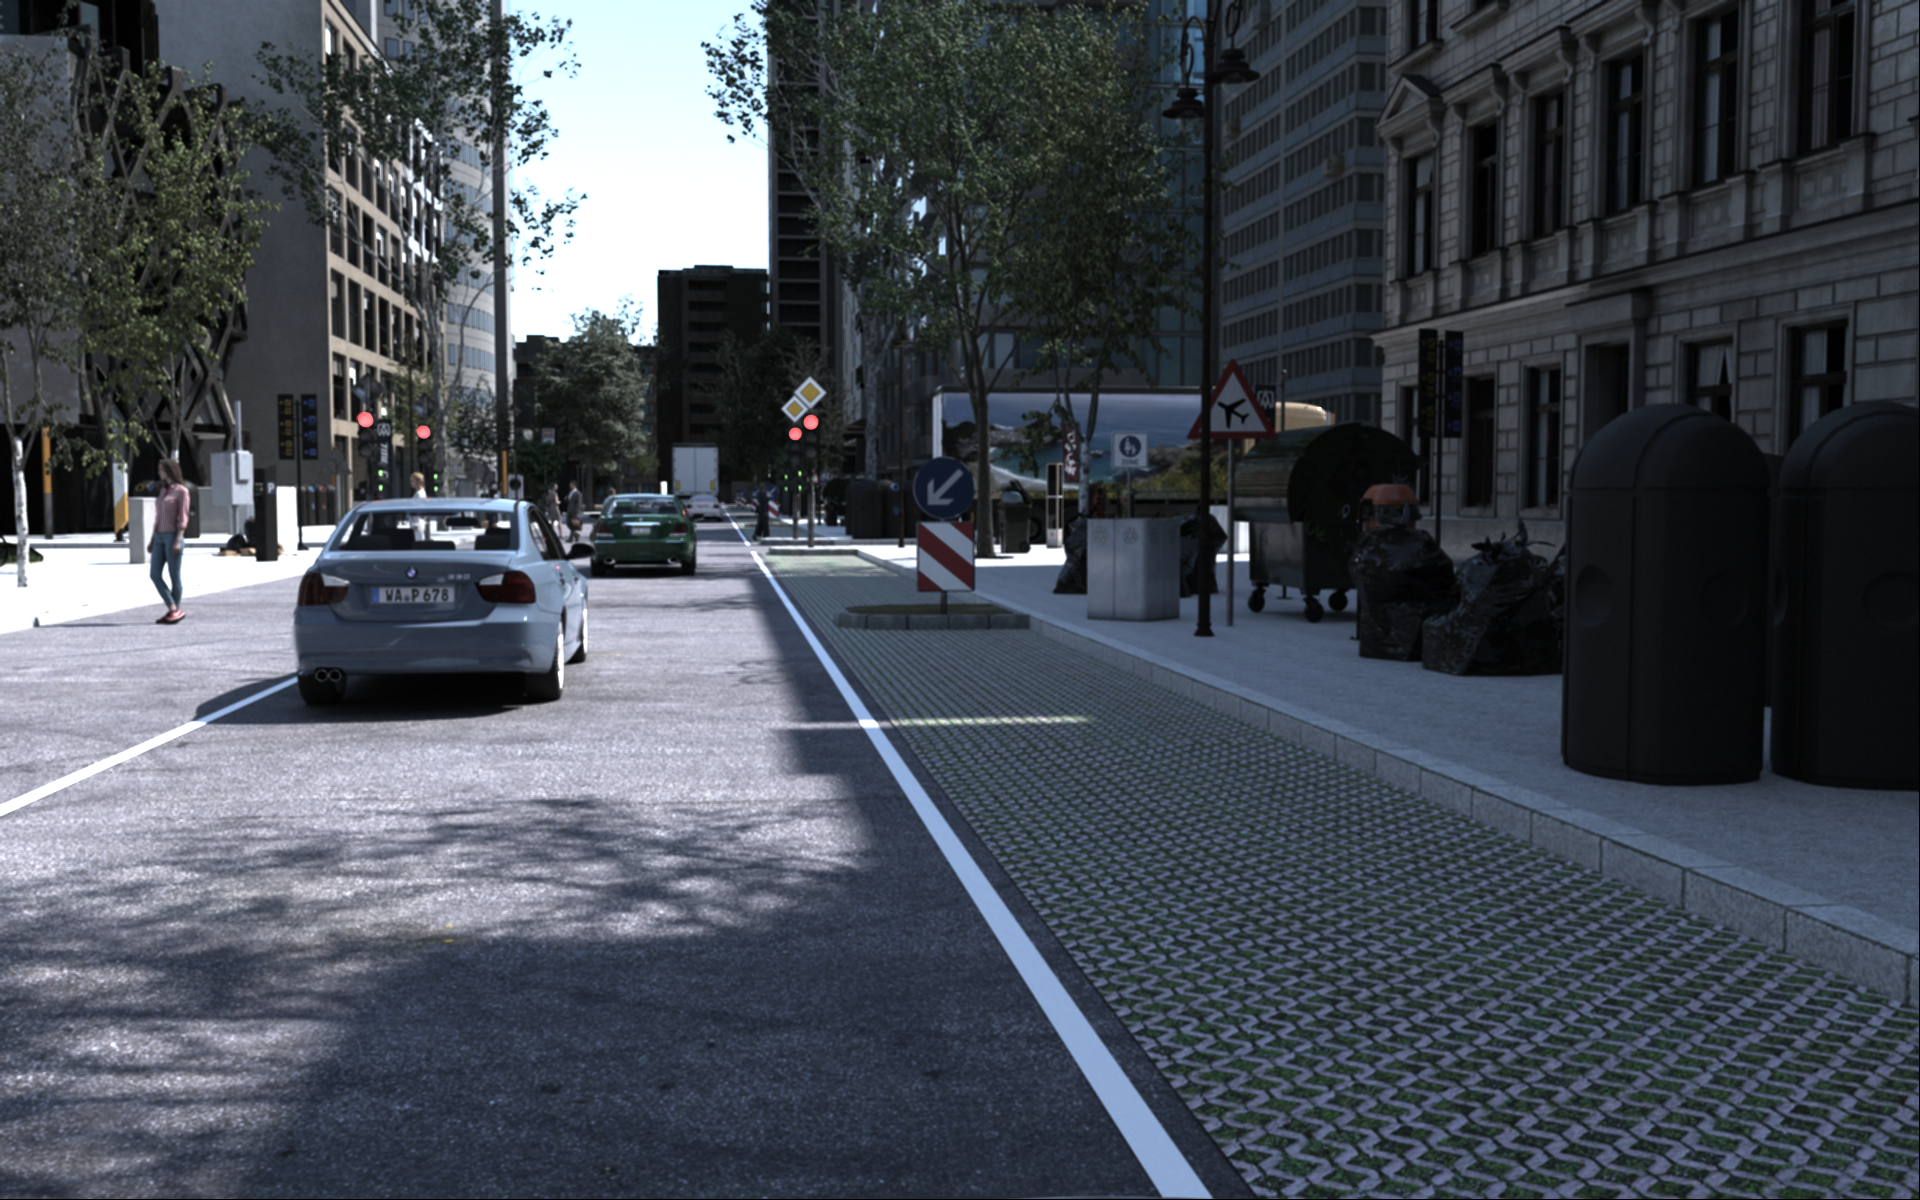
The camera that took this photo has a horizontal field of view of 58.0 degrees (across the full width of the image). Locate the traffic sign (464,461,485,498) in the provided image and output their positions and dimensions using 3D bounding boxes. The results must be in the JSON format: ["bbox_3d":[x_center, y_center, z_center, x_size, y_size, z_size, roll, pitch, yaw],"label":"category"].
[{"bbox_3d":[-18.532,-4.036,66.103,0.768,2.556,0.104,0,4,-6],"label":"traffic sign"}]

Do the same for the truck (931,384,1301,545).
[{"bbox_3d":[4.957,-3.498,46.108,11.283,4.237,2.839,0,4,-7],"label":"truck"}]

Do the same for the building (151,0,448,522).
[{"bbox_3d":[-39.768,-17.560,91.625,19.350,26.468,34.151,0,4,-8],"label":"building"}]

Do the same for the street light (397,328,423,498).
[{"bbox_3d":[-15.297,-4.619,48.307,0.468,5.910,1.993,0,4,-8],"label":"street light"}]

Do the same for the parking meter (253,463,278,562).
[{"bbox_3d":[-13.200,-1.664,32.923,0.255,1.863,0.399,1,4,18],"label":"parking meter"}]

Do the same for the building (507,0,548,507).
[{"bbox_3d":[-57.573,-52.665,173.742,31.000,86.520,22.319,0,4,-8],"label":"building"}]

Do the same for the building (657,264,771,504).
[{"bbox_3d":[-31.467,-27.485,221.081,14.107,30.474,14.160,0,4,-8],"label":"building"}]

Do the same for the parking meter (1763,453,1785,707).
[{"bbox_3d":[5.003,-0.128,10.502,0.372,1.533,0.369,0,3,0],"label":"parking meter"}]

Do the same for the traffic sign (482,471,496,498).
[{"bbox_3d":[-20.509,-4.483,75.427,0.606,2.300,0.079,0,4,-5],"label":"traffic sign"}]

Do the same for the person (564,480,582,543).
[{"bbox_3d":[-11.344,-2.596,50.905,0.622,1.834,0.822,2,4,26],"label":"person"}]

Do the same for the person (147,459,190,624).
[{"bbox_3d":[-8.779,-0.652,19.175,0.555,1.821,0.388,1,4,20],"label":"person"}]

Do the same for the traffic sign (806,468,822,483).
[{"bbox_3d":[-7.215,-5.195,84.945,0.884,2.594,0.081,0,4,-4],"label":"traffic sign"}]

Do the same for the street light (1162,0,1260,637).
[{"bbox_3d":[2.208,-2.612,15.490,0.468,5.910,1.993,0,4,-8],"label":"street light"}]

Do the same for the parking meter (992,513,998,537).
[{"bbox_3d":[0.978,-2.800,51.495,0.399,1.863,0.255,0,4,1],"label":"parking meter"}]

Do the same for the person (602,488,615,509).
[{"bbox_3d":[-9.845,-2.359,48.885,0.330,1.601,0.589,-3,5,-40],"label":"person"}]

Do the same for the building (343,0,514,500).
[{"bbox_3d":[-46.858,-36.112,132.430,21.231,58.520,28.212,0,4,-8],"label":"building"}]

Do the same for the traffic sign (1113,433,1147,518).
[{"bbox_3d":[2.780,-1.609,28.430,0.606,2.300,0.079,0,4,-8],"label":"traffic sign"}]

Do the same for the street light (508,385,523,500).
[{"bbox_3d":[-18.896,-6.172,73.694,0.468,5.910,1.993,0,4,-8],"label":"street light"}]

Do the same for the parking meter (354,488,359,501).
[{"bbox_3d":[-26.268,-4.115,75.685,0.372,1.533,0.369,0,3,0],"label":"parking meter"}]

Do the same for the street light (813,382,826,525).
[{"bbox_3d":[-5.814,-6.033,71.431,0.468,5.910,1.993,0,4,-8],"label":"street light"}]

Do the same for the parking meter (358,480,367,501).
[{"bbox_3d":[-25.100,-4.111,72.933,0.399,1.863,0.255,0,4,2],"label":"parking meter"}]

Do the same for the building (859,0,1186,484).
[{"bbox_3d":[3.679,-32.474,150.552,23.786,49.044,30.456,0,4,-8],"label":"building"}]

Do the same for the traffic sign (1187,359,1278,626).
[{"bbox_3d":[2.623,-1.025,16.763,0.884,2.594,0.081,0,4,-3],"label":"traffic sign"}]

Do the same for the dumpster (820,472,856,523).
[{"bbox_3d":[-5.405,-4.551,76.897,1.502,2.255,1.985,0,4,-8],"label":"dumpster"}]

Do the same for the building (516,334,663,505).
[{"bbox_3d":[-53.684,-23.231,224.870,28.899,21.520,27.650,0,4,-8],"label":"building"}]

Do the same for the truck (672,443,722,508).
[{"bbox_3d":[-15.325,-6.855,100.987,2.839,4.237,11.283,0,4,-7],"label":"truck"}]

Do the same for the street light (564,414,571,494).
[{"bbox_3d":[-22.601,-7.771,99.840,0.468,5.910,1.993,0,4,-8],"label":"street light"}]

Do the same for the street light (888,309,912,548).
[{"bbox_3d":[-1.402,-4.188,41.264,0.468,5.910,1.993,0,4,-8],"label":"street light"}]

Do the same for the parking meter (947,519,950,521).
[{"bbox_3d":[-0.526,-3.182,60.433,0.372,1.533,0.369,0,3,0],"label":"parking meter"}]

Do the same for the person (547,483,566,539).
[{"bbox_3d":[-12.794,-2.815,54.868,0.599,1.781,0.374,3,5,41],"label":"person"}]

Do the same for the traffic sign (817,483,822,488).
[{"bbox_3d":[-8.680,-6.405,105.901,0.795,2.450,0.064,0,4,-4],"label":"traffic sign"}]

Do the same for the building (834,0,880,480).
[{"bbox_3d":[2.109,-36.151,180.305,28.713,52.752,27.495,0,4,-8],"label":"building"}]

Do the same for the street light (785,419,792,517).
[{"bbox_3d":[-9.525,-7.605,97.126,0.468,5.910,1.993,0,4,-8],"label":"street light"}]

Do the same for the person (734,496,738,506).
[{"bbox_3d":[-24.744,-11.237,192.737,0.721,1.766,1.217,2,4,29],"label":"person"}]

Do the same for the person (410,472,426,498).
[{"bbox_3d":[-8.710,-1.168,27.953,0.624,1.780,0.694,0,4,-1],"label":"person"}]

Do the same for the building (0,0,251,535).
[{"bbox_3d":[-34.482,-11.825,60.793,16.820,18.784,16.811,0,4,-8],"label":"building"}]

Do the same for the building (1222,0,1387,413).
[{"bbox_3d":[24.944,-23.180,70.869,23.993,40.220,32.217,0,4,-8],"label":"building"}]

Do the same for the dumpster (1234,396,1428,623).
[{"bbox_3d":[3.822,-0.950,18.028,1.502,2.255,1.985,0,4,-8],"label":"dumpster"}]

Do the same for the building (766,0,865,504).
[{"bbox_3d":[-14.492,-48.174,225.895,20.611,71.187,20.563,0,4,-8],"label":"building"}]

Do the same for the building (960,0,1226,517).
[{"bbox_3d":[7.882,-29.944,109.193,23.786,49.044,30.456,0,4,-8],"label":"building"}]

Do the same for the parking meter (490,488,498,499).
[{"bbox_3d":[-20.584,-4.160,76.431,0.372,1.533,0.369,0,3,0],"label":"parking meter"}]

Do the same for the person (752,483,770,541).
[{"bbox_3d":[-6.035,-2.685,52.821,0.576,1.772,0.534,2,4,32],"label":"person"}]

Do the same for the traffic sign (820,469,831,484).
[{"bbox_3d":[-6.744,-5.328,87.225,0.768,2.556,0.104,0,4,-6],"label":"traffic sign"}]

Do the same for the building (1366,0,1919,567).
[{"bbox_3d":[14.100,-9.839,25.499,10.561,19.102,19.286,0,4,-8],"label":"building"}]
